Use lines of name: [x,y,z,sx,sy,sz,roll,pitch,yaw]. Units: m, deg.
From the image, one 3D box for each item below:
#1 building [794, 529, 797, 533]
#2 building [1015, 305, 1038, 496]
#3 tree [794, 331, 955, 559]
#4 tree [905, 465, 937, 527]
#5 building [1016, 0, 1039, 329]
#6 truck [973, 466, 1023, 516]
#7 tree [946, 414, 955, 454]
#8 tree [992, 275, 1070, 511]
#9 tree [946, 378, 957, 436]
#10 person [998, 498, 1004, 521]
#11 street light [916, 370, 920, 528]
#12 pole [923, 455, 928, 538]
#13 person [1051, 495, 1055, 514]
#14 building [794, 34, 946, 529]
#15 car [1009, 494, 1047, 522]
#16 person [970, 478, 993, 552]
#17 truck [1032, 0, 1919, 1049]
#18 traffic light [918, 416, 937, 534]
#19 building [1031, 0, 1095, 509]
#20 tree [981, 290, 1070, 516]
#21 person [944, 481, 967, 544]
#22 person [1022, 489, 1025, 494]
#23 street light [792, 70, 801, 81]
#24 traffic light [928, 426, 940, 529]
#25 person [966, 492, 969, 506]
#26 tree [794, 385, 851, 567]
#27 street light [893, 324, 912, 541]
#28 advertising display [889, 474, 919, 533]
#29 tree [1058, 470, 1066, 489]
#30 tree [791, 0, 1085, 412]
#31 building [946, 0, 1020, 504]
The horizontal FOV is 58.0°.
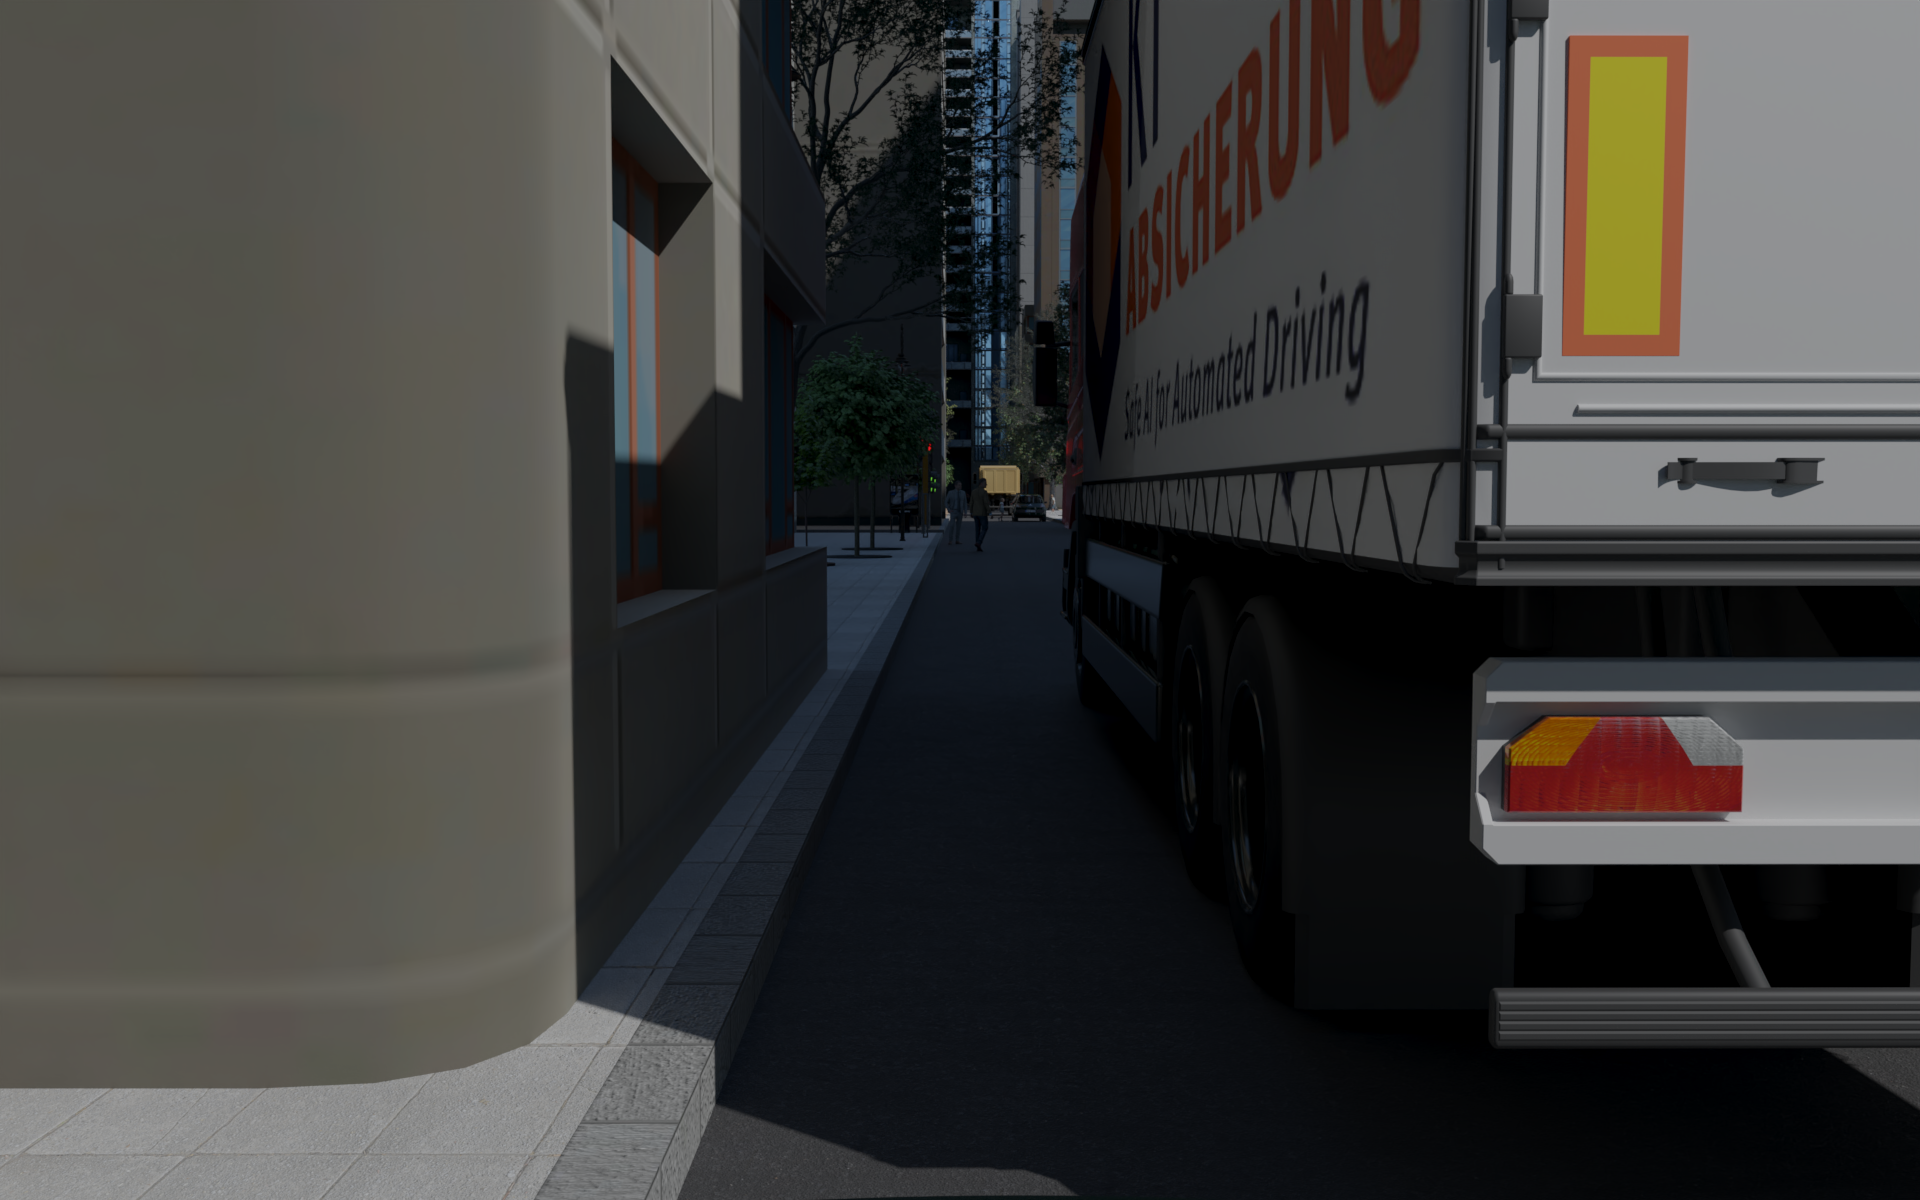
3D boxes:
building: [-15.957,-25.811,45.717,21.600,48.544,21.300,0,3,0]
building: [19.744,-20.036,172.623,27.650,21.520,28.899,0,3,0]
tree: [-2.159,-3.135,34.970,4.285,4.588,4.351,0,3,0]
tree: [-1.808,-4.502,68.216,1.663,3.219,1.824,0,3,0]
building: [16.997,-40.244,199.996,21.231,58.520,28.212,0,3,0]
truck: [2.619,-7.423,117.288,3.469,3.379,9.791,0,4,0]
tree: [-2.436,-11.379,136.411,4.360,8.622,3.978,0,3,0]
tree: [7.032,-9.447,71.474,9.611,12.733,9.660,0,3,0]
tree: [-2.305,-8.729,93.073,4.737,8.622,4.395,0,3,0]
person: [2.155,-4.737,90.962,0.382,1.210,0.505,1,4,10]
street light: [-1.582,-5.619,64.662,0.468,5.910,1.993,0,3,0]
pole: [-1.016,-3.483,50.784,0.158,3.312,0.155,0,3,0]
person: [6.107,-6.314,113.968,0.352,1.250,0.332,2,4,30]
building: [-11.394,-27.847,79.008,21.300,48.544,21.600,0,3,0]
car: [3.620,-4.976,91.146,2.009,1.686,4.222,0,4,0]
person: [0.531,-2.130,43.237,0.656,1.842,0.836,1,4,12]
truck: [1.978,-1.188,8.341,2.839,4.237,11.283,0,4,0]
traffic light: [-1.156,-4.091,55.811,0.839,4.253,0.868,0,3,0]
building: [13.636,-30.598,150.387,14.600,45.320,14.200,0,3,0]
tree: [6.395,-11.671,101.196,12.009,13.543,11.850,0,3,0]
person: [-0.106,-2.504,49.532,0.635,1.810,0.391,-2,4,-27]
person: [5.714,-9.101,155.756,0.530,1.710,0.541,1,4,22]
street light: [-1.577,-2.523,14.036,0.468,5.910,1.993,0,3,0]
traffic light: [-1.156,-4.580,63.796,0.839,4.253,0.868,0,3,0]
person: [0.823,-12.030,206.658,0.593,1.643,0.415,0,4,8]
tree: [-2.674,-2.212,30.766,1.663,3.219,1.824,0,3,0]
street light: [-1.568,-4.545,47.091,0.468,5.910,1.993,0,3,0]
advertising display: [-1.834,-3.160,56.887,0.974,1.923,0.123,-1,4,-13]
tree: [7.170,-7.111,110.868,1.663,3.219,1.824,0,3,0]
tree: [-2.262,-5.416,22.971,7.601,10.594,8.767,3,4,38]
building: [2.492,-56.227,231.976,31.000,86.520,22.319,0,3,0]
